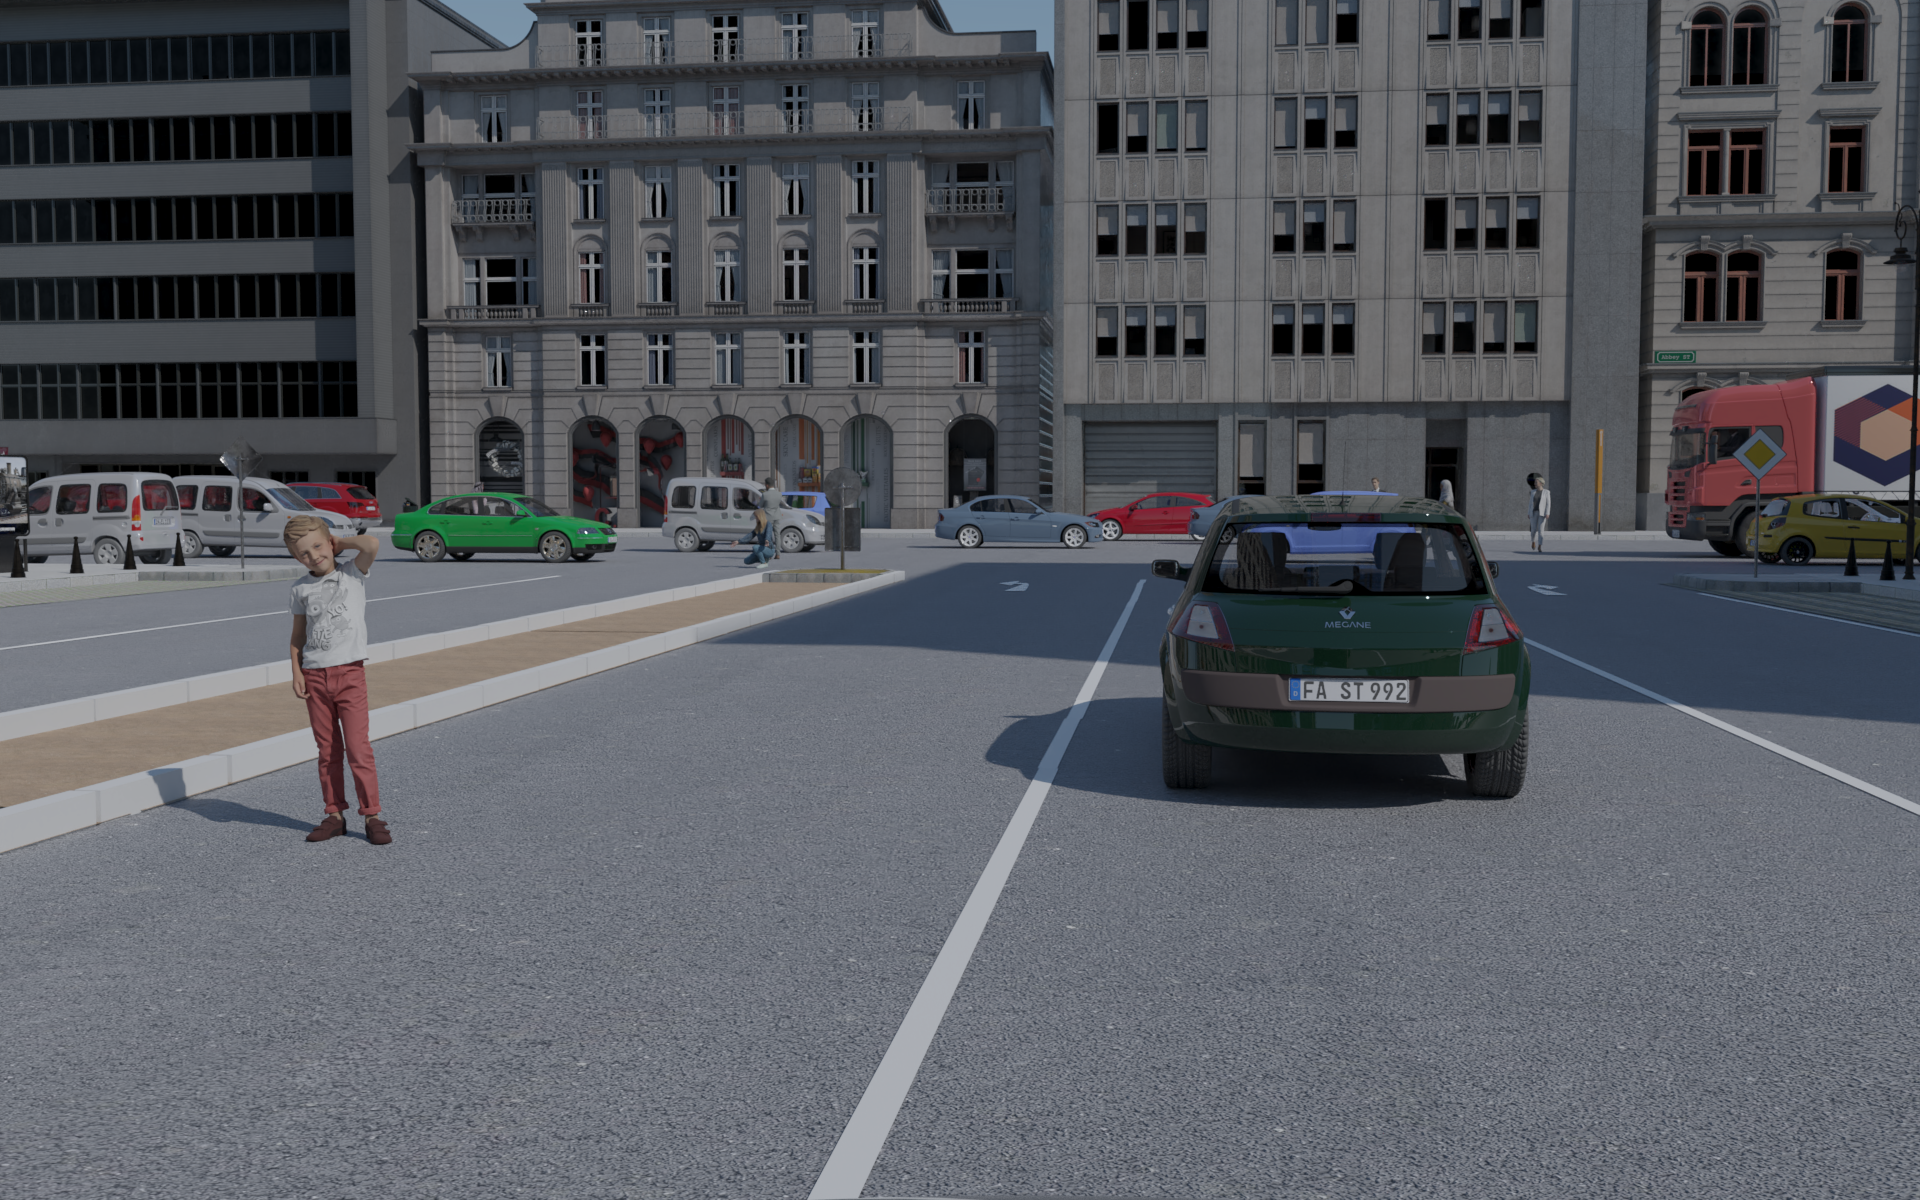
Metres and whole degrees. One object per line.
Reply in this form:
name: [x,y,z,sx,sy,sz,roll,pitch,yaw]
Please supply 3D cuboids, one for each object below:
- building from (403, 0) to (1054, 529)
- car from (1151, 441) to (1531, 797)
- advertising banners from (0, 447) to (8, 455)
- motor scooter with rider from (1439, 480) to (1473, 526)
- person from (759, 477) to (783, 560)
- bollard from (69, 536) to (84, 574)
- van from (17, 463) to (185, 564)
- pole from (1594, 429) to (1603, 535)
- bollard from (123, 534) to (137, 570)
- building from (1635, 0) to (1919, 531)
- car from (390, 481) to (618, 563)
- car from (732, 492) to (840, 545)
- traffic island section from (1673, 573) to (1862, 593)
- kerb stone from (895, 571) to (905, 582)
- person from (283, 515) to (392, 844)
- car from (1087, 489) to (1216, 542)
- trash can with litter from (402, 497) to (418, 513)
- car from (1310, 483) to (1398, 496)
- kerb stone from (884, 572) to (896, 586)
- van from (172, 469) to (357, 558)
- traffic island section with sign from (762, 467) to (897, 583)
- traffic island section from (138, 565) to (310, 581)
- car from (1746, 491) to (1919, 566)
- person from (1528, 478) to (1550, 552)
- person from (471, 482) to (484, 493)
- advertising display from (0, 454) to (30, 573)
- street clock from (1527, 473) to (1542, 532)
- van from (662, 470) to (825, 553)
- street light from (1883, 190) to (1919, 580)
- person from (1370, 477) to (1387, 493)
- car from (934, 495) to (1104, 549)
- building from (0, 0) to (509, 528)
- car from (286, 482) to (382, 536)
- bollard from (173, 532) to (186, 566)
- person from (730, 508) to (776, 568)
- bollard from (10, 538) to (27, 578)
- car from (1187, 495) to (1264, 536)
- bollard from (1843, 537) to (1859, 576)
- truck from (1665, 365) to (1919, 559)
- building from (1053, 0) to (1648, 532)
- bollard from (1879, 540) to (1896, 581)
building: [-7.815,-13.911,69.238,24.055,21.916,13.314,0,4,7]
car: [2.051,0.006,9.690,2.009,1.686,4.222,1,4,9]
advertising banners: [-36.126,-4.166,64.303,2.074,3.025,0.090,1,4,16]
motor scooter with rider: [10.230,-1.746,37.518,1.986,1.779,0.876,0,4,6]
person: [-4.182,-1.797,38.056,0.466,1.800,0.511,3,4,38]
bollard: [-14.264,-0.729,27.957,0.229,0.601,0.229,0,3,0]
van: [-17.246,-1.619,33.486,4.112,2.044,2.013,0,4,8]
pole: [20.151,-3.719,54.654,0.158,3.312,0.155,0,3,0]
bollard: [-14.083,-0.815,29.367,0.229,0.601,0.229,0,3,0]
building: [35.668,-16.917,63.988,23.554,28.519,14.401,0,4,7]
car: [-9.642,-1.714,36.813,4.718,1.807,1.959,0,4,8]
car: [-5.051,-2.438,49.446,3.694,1.707,1.945,1,4,8]
traffic island section: [12.227,-0.263,26.579,2.009,0.180,2.903,0,4,7]
kerb stone: [-1.048,-0.381,28.425,0.120,0.150,1.000,0,4,7]
person: [-2.567,0.321,7.158,0.435,1.345,0.340,-1,4,-8]
car: [5.962,-2.696,53.113,4.494,1.783,2.155,1,4,9]
trash can with litter: [-19.597,-3.129,62.540,1.055,1.170,0.624,-1,4,-21]
car: [7.663,-1.633,36.287,3.694,1.707,1.945,1,4,9]
kerb stone: [-1.191,-0.319,27.409,0.120,0.150,1.000,0,4,7]
van: [-15.801,-1.969,39.197,4.112,2.044,2.013,0,4,6]
traffic island section with sign: [-2.069,-1.257,28.683,2.006,1.907,1.989,0,4,7]
traffic island section: [-12.355,-0.459,29.787,2.009,0.180,2.903,0,4,7]
car: [18.152,-1.523,35.118,3.980,1.641,2.015,0,4,6]
person: [14.361,-2.116,42.981,0.514,1.842,0.818,1,4,15]
person: [-12.187,-2.123,43.874,0.621,1.740,0.551,-2,4,-33]
advertising display: [-15.567,-1.403,28.145,0.123,1.923,0.974,1,4,19]
street clock: [19.419,-3.303,58.573,0.358,2.002,0.471,-3,5,-42]
van: [-5.273,-2.202,43.017,4.112,2.044,2.013,0,4,8]
street light: [14.255,-3.244,25.834,0.468,5.910,1.993,0,4,7]
person: [10.281,-2.104,42.677,0.659,1.850,0.755,3,4,36]
car: [1.573,-2.085,46.086,4.499,1.417,2.014,0,4,5]
building: [-34.689,-15.489,72.305,30.058,24.678,14.314,0,4,7]
car: [-21.758,-2.957,57.013,5.304,1.827,2.281,1,4,9]
bollard: [-13.890,-0.902,30.785,0.229,0.601,0.229,0,3,0]
person: [-3.876,-1.192,33.490,0.738,1.151,1.012,-3,4,-37]
bollard: [-14.446,-0.642,26.546,0.229,0.601,0.229,0,3,0]
car: [8.772,-2.298,49.575,4.499,1.417,2.014,0,4,6]
bollard: [13.979,-0.679,27.145,0.229,0.601,0.229,0,3,0]
truck: [21.232,-3.050,38.787,11.283,4.237,2.839,0,4,7]
building: [13.919,-15.134,65.467,19.932,24.808,12.078,0,4,7]
bollard: [13.792,-0.593,25.734,0.229,0.601,0.229,0,3,0]
